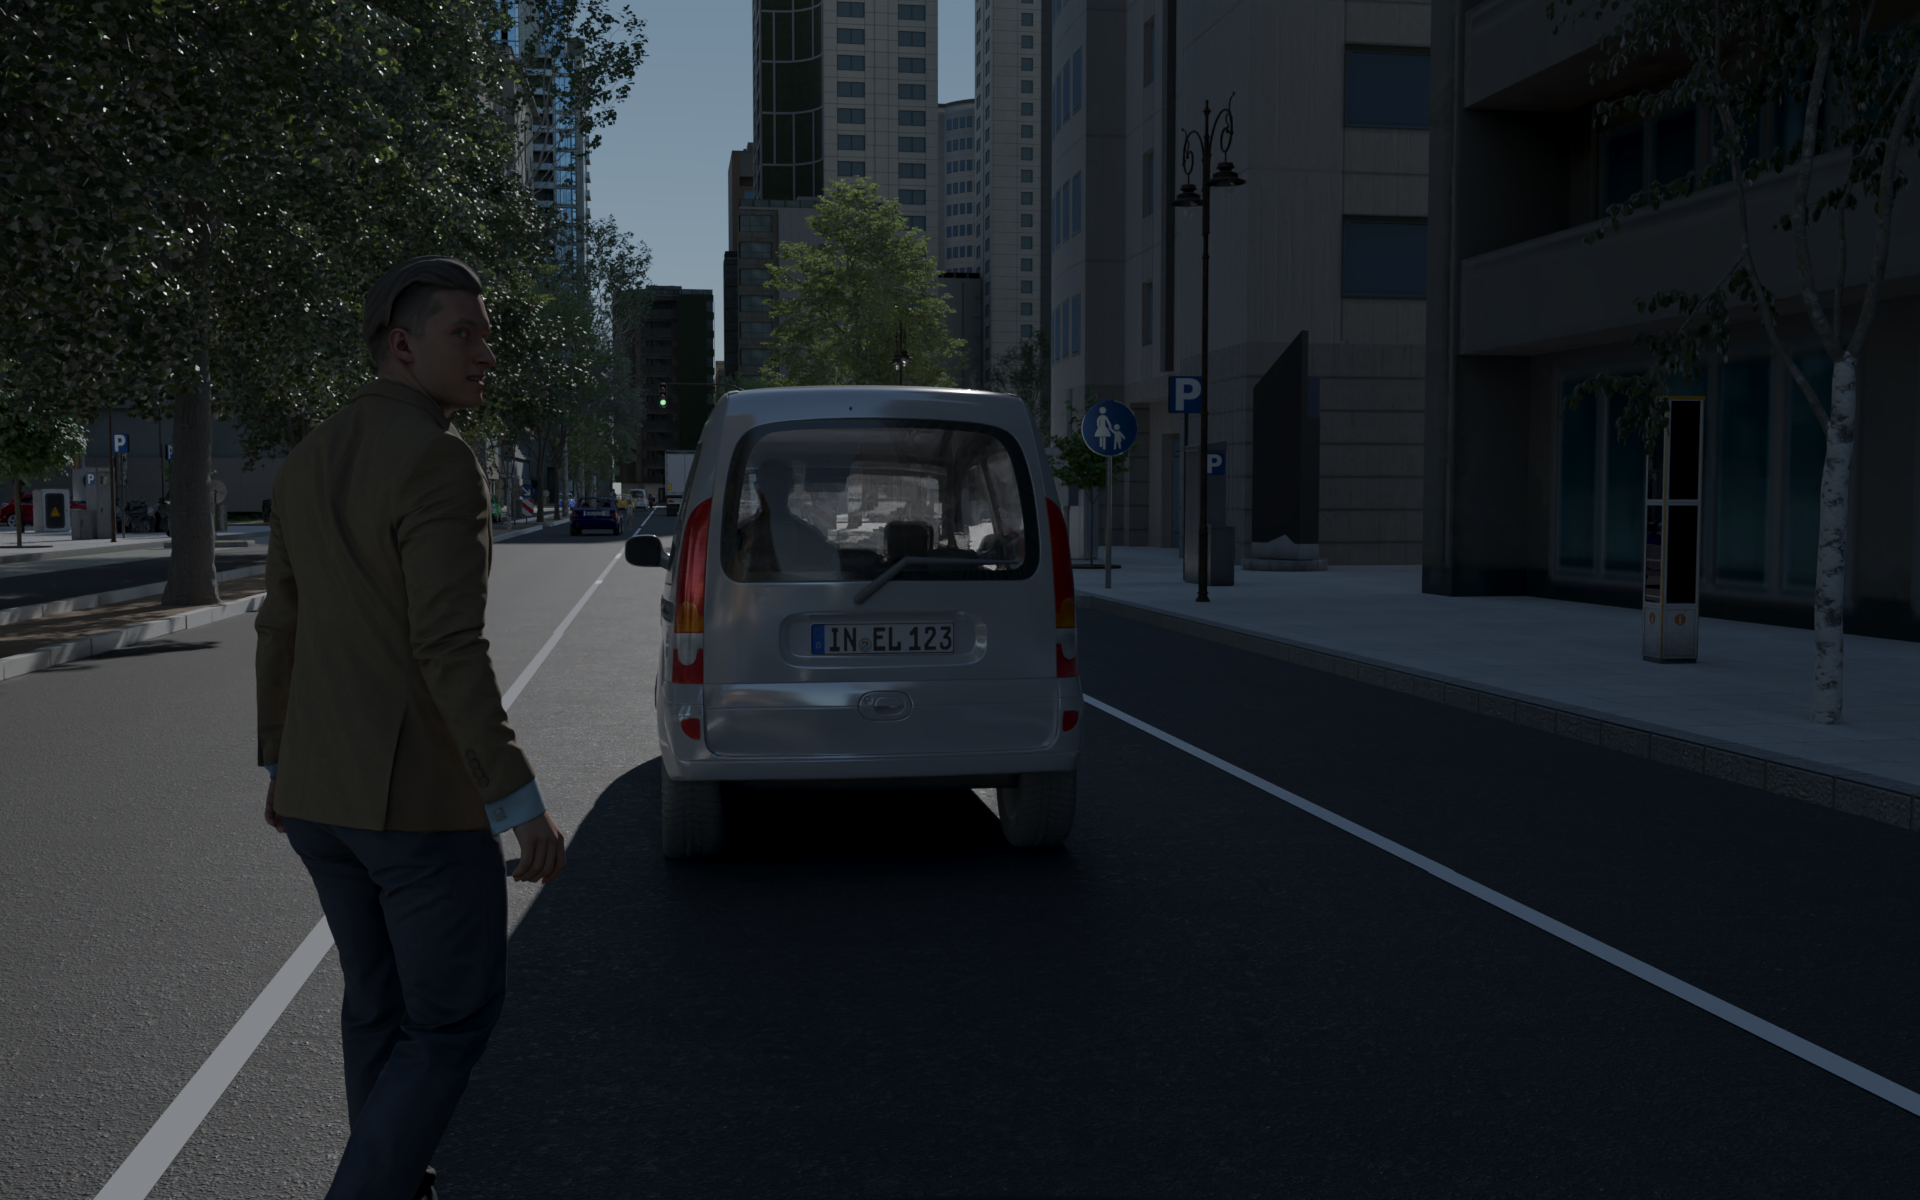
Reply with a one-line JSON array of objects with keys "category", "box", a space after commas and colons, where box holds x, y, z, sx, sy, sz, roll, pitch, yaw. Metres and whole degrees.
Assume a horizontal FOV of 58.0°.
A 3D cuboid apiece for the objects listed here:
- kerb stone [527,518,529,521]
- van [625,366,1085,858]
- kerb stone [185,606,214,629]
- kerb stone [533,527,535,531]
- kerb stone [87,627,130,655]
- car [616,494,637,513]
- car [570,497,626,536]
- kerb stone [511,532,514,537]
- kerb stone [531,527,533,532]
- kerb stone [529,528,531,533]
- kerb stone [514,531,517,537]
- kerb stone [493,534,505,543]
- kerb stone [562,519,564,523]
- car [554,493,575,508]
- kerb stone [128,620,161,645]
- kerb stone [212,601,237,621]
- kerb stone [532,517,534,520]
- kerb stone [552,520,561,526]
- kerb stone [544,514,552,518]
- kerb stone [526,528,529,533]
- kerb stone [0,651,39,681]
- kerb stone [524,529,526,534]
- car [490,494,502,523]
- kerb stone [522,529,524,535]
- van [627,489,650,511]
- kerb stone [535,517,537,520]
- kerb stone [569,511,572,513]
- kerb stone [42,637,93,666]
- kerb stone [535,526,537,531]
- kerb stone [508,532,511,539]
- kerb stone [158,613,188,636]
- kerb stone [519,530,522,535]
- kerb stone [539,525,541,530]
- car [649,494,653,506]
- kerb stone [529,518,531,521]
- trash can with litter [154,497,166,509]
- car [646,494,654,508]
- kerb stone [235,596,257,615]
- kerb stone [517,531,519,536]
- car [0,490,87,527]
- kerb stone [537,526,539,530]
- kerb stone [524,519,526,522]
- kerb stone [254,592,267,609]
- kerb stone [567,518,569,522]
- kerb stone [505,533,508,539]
[{"category": "kerb stone", "box": [-22.330, -4.075, 88.823, 0.120, 0.150, 1.000, -1, 4, -10]}, {"category": "van", "box": [-0.596, -0.078, 8.280, 2.013, 2.044, 4.112, -1, 4, -9]}, {"category": "kerb stone", "box": [-8.349, 0.203, 18.874, 0.120, 0.150, 1.000, -1, 4, -10]}, {"category": "kerb stone", "box": [-16.241, -2.644, 65.431, 0.120, 0.150, 1.000, -1, 4, -10]}, {"category": "kerb stone", "box": [-7.840, 0.388, 15.849, 0.120, 0.150, 1.000, -1, 4, -10]}, {"category": "car", "box": [-26.251, -7.637, 135.089, 2.015, 1.641, 3.980, -1, 4, -9]}, {"category": "car", "box": [-12.815, -2.971, 61.152, 1.945, 1.354, 3.894, -1, 4, -9]}, {"category": "kerb stone", "box": [-14.699, -2.082, 56.320, 0.120, 0.150, 1.000, -1, 4, -10]}, {"category": "kerb stone", "box": [-16.069, -2.582, 64.415, 0.120, 0.150, 1.000, -1, 4, -10]}, {"category": "kerb stone", "box": [-15.901, -2.521, 63.407, 0.120, 0.150, 1.000, -1, 4, -10]}, {"category": "kerb stone", "box": [-14.873, -2.150, 57.340, 0.120, 0.150, 1.000, -1, 4, -10]}, {"category": "kerb stone", "box": [-14.181, -1.898, 53.289, 0.120, 0.150, 1.000, -1, 4, -10]}, {"category": "kerb stone", "box": [-19.236, -3.725, 83.098, 0.120, 0.150, 1.000, -1, 4, -10]}, {"category": "car", "box": [-36.710, -9.265, 161.078, 1.945, 1.707, 3.694, -1, 4, -11]}, {"category": "kerb stone", "box": [-8.013, 0.326, 16.857, 0.120, 0.150, 1.000, -1, 4, -10]}, {"category": "kerb stone", "box": [-8.519, 0.142, 19.881, 0.120, 0.150, 1.000, -1, 4, -10]}, {"category": "kerb stone", "box": [-22.847, -4.259, 91.854, 0.120, 0.150, 1.000, -1, 4, -10]}, {"category": "kerb stone", "box": [-18.886, -3.594, 81.084, 0.120, 0.150, 1.000, -1, 4, -10]}, {"category": "kerb stone", "box": [-25.254, -5.126, 106.013, 0.120, 0.150, 1.000, -1, 4, -10]}, {"category": "kerb stone", "box": [-15.729, -2.458, 62.399, 0.120, 0.150, 1.000, -1, 4, -10]}, {"category": "kerb stone", "box": [-7.498, 0.521, 13.817, 0.120, 0.150, 1.000, -1, 4, -10]}, {"category": "kerb stone", "box": [-15.563, -2.392, 61.388, 0.120, 0.150, 1.000, -1, 4, -10]}, {"category": "car", "box": [-24.324, -4.847, 88.046, 1.959, 1.807, 4.718, -1, 4, -11]}, {"category": "kerb stone", "box": [-15.391, -2.335, 60.369, 0.120, 0.150, 1.000, -1, 4, -10]}, {"category": "van", "box": [-27.088, -8.479, 145.650, 2.013, 2.044, 4.112, 0, 4, -8]}, {"category": "kerb stone", "box": [-23.189, -4.383, 93.875, 0.120, 0.150, 1.000, -1, 4, -10]}, {"category": "kerb stone", "box": [-30.047, -6.858, 134.318, 0.120, 0.150, 1.000, -1, 4, -10]}, {"category": "kerb stone", "box": [-7.671, 0.451, 14.826, 0.120, 0.150, 1.000, -1, 4, -10]}, {"category": "kerb stone", "box": [-16.416, -2.703, 66.438, 0.120, 0.150, 1.000, -1, 4, -10]}, {"category": "kerb stone", "box": [-14.527, -2.025, 55.311, 0.120, 0.150, 1.000, -1, 4, -10]}, {"category": "kerb stone", "box": [-8.187, 0.270, 17.865, 0.120, 0.150, 1.000, -1, 4, -10]}, {"category": "kerb stone", "box": [-15.202, -2.273, 59.357, 0.120, 0.150, 1.000, -1, 4, -10]}, {"category": "kerb stone", "box": [-16.758, -2.827, 68.453, 0.120, 0.150, 1.000, -1, 4, -10]}, {"category": "car", "box": [-39.029, -12.643, 215.506, 1.959, 1.807, 4.718, 0, 4, -8]}, {"category": "kerb stone", "box": [-22.504, -4.137, 89.835, 0.120, 0.150, 1.000, -1, 4, -10]}, {"category": "trash can with litter", "box": [-28.219, -3.089, 61.890, 0.624, 1.170, 1.055, 1, 4, 13]}, {"category": "car", "box": [-32.668, -10.209, 178.721, 2.131, 1.459, 4.920, -1, 4, -9]}, {"category": "kerb stone", "box": [-8.696, 0.082, 20.897, 0.120, 0.150, 1.000, -1, 4, -10]}, {"category": "kerb stone", "box": [-15.045, -2.211, 58.348, 0.120, 0.150, 1.000, -1, 4, -10]}, {"category": "car", "box": [-36.459, -3.744, 70.255, 4.494, 1.783, 2.155, -1, 4, -8]}, {"category": "kerb stone", "box": [-16.582, -2.761, 67.447, 0.120, 0.150, 1.000, -1, 4, -10]}, {"category": "kerb stone", "box": [-21.989, -3.951, 86.793, 0.120, 0.150, 1.000, -1, 4, -10]}, {"category": "kerb stone", "box": [-8.869, 0.018, 21.907, 0.120, 0.150, 1.000, -1, 4, -10]}, {"category": "kerb stone", "box": [-19.916, -3.973, 87.146, 0.120, 0.150, 1.000, -1, 4, -10]}, {"category": "kerb stone", "box": [-14.360, -1.963, 54.297, 0.120, 0.150, 1.000, -1, 4, -10]}]
